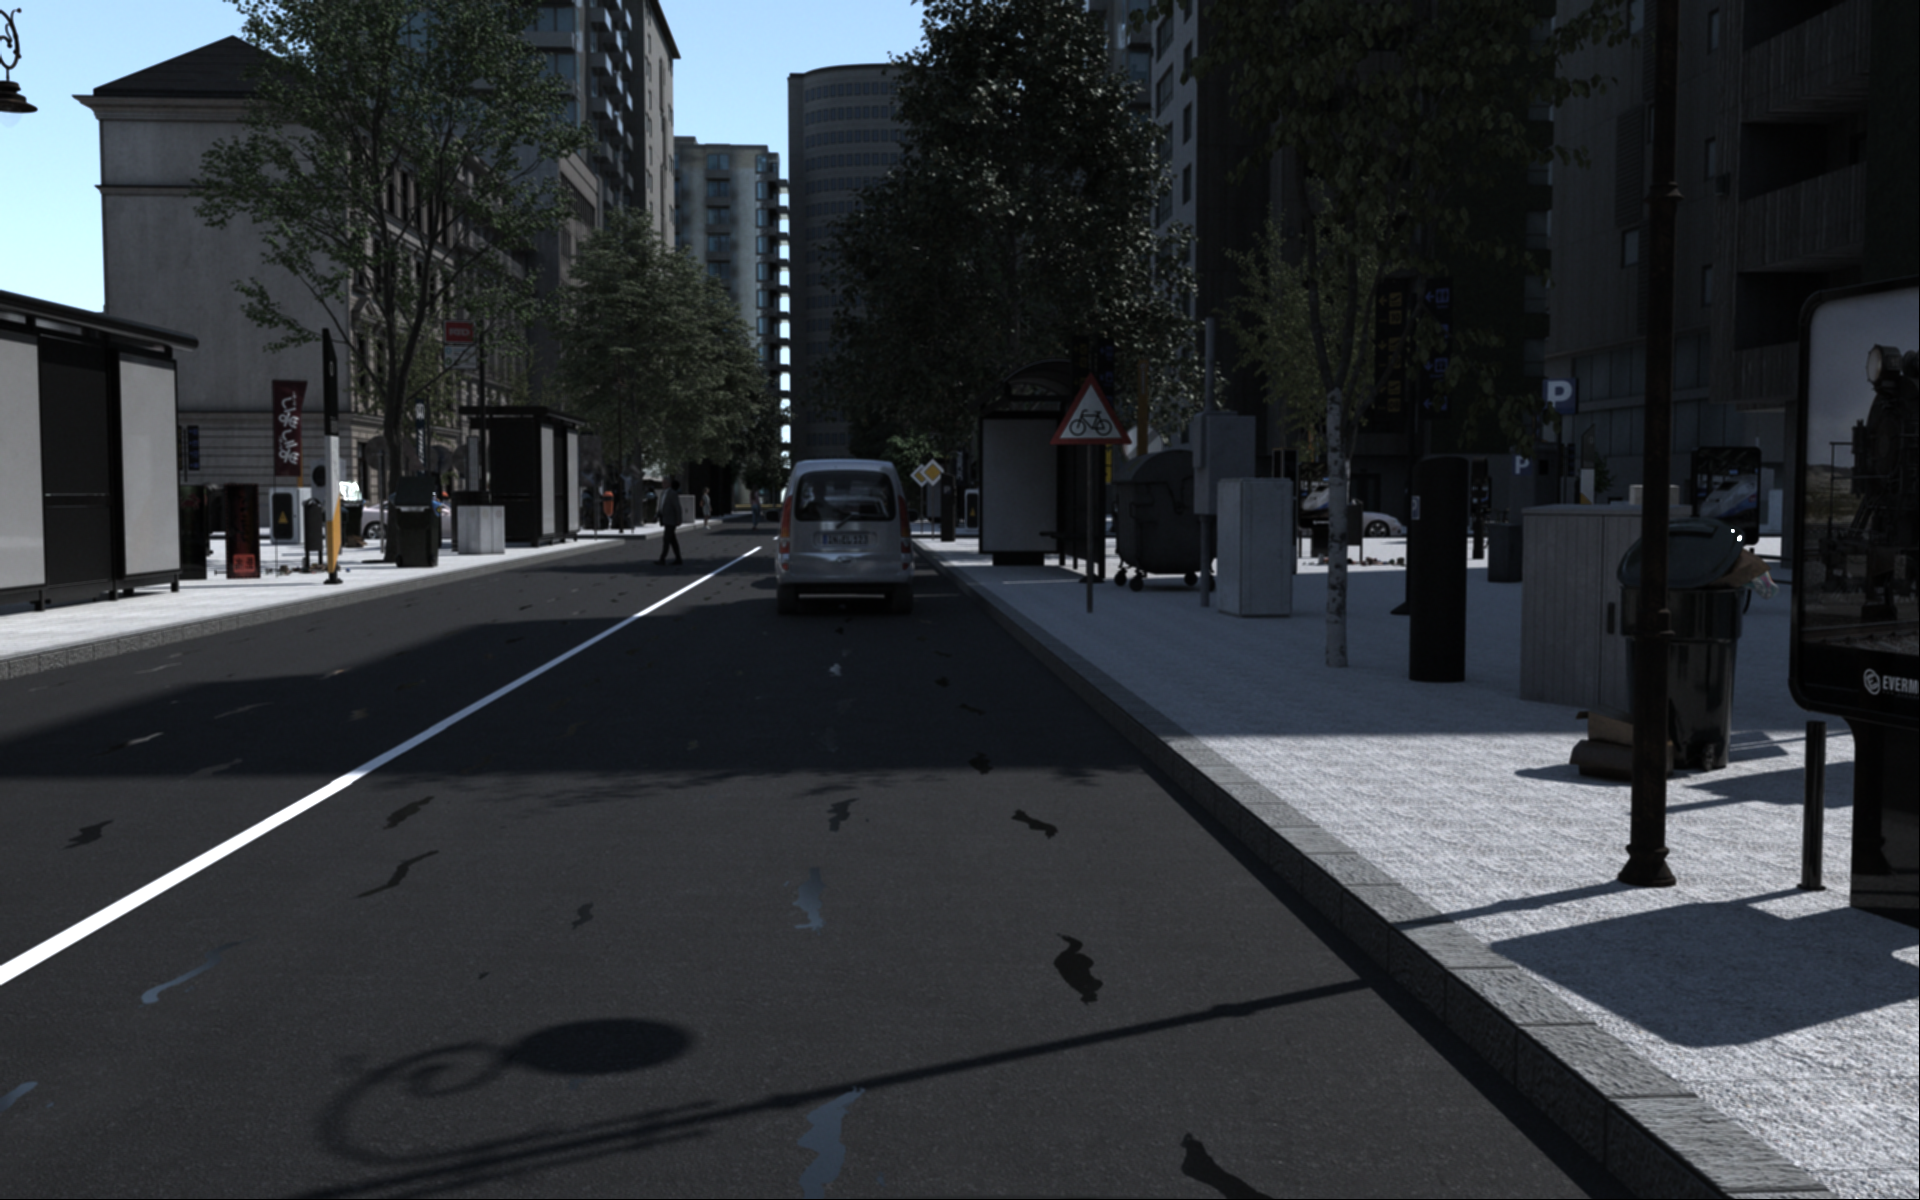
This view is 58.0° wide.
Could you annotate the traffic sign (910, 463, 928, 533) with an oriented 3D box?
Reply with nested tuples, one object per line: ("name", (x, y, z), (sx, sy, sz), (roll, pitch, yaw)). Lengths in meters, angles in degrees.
("traffic sign", (-1.248, -3.230, 56.448), (0.795, 2.450, 0.064), (0, 4, -3))

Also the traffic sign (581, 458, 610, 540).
("traffic sign", (-10.090, -2.709, 47.932), (0.795, 2.450, 0.064), (0, 4, -3))

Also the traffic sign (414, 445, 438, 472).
("traffic sign", (-13.816, -2.722, 44.607), (0.768, 2.556, 0.104), (0, 4, 5))

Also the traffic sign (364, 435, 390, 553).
("traffic sign", (-12.562, -2.293, 37.602), (0.768, 2.556, 0.104), (0, 4, 4))

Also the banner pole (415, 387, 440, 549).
("banner pole", (-12.413, -3.066, 40.152), (0.401, 3.779, 0.863), (1, 4, 9))

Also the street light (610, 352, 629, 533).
("street light", (-11.098, -5.125, 56.575), (0.468, 5.910, 1.993), (0, 4, -3))

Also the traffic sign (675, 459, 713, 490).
("traffic sign", (-15.608, -6.599, 101.769), (2.265, 3.308, 0.079), (0, 4, -3))

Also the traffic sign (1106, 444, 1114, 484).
("traffic sign", (2.783, -3.080, 44.238), (2.265, 3.308, 0.079), (0, 4, -2))

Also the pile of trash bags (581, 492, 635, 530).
("pile of trash bags", (-13.031, -3.323, 64.076), (1.912, 1.369, 3.447), (-1, 4, -12))

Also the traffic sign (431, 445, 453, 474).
("traffic sign", (-13.552, -2.744, 44.963), (0.768, 2.556, 0.104), (0, 4, -1))

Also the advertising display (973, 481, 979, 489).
("advertising display", (0.913, -4.983, 86.684), (0.123, 1.923, 0.974), (-1, 4, -22))

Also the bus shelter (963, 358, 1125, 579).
("bus shelter", (1.280, -2.117, 28.539), (2.014, 3.302, 5.546), (0, 4, -4))

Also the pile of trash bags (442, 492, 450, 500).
("pile of trash bags", (-19.221, -3.552, 67.830), (3.447, 1.369, 1.912), (2, 4, 24))

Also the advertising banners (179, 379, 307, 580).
("advertising banners", (-10.905, -1.835, 26.196), (2.074, 3.025, 0.090), (-2, 4, -35))

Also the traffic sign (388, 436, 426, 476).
("traffic sign", (-12.490, -2.389, 39.065), (0.884, 2.594, 0.081), (0, 4, 1))

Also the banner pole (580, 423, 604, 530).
("banner pole", (-13.003, -4.350, 61.140), (0.863, 3.779, 0.401), (1, 4, 9))

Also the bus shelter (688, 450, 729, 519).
("bus shelter", (-13.689, -6.226, 93.079), (1.731, 3.624, 6.357), (0, 4, -4))

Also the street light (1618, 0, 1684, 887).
("street light", (2.274, -2.004, 5.555), (0.468, 5.910, 1.993), (0, 4, -3))

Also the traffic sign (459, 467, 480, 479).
("traffic sign", (-13.669, -2.823, 48.293), (0.606, 2.300, 0.079), (0, 4, 6))

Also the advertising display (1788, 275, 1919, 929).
("advertising display", (2.855, 0.003, 5.165), (0.123, 1.923, 0.974), (-1, 4, -12))

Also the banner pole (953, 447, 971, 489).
("banner pole", (0.135, -4.332, 60.840), (0.863, 3.779, 0.401), (-1, 4, -19))

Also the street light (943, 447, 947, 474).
("street light", (-0.403, -4.587, 47.791), (0.468, 5.910, 1.993), (0, 4, -3))

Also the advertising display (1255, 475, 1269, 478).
("advertising display", (10.161, -3.335, 59.738), (0.974, 1.923, 0.123), (2, 4, 26))

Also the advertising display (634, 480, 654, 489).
("advertising display", (-14.025, -4.375, 76.749), (0.974, 1.923, 0.123), (-2, 4, -31))

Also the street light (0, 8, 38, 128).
("street light", (-8.639, -2.595, 15.215), (0.468, 5.910, 1.993), (0, 4, -3))

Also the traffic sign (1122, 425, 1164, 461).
("traffic sign", (3.343, -1.935, 31.744), (0.768, 2.556, 0.104), (0, 4, 4))

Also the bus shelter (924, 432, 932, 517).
("bus shelter", (-1.952, -7.193, 95.235), (2.179, 5.291, 8.768), (0, 4, -3))

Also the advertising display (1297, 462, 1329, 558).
("advertising display", (7.301, -1.826, 35.067), (0.974, 1.923, 0.123), (-1, 4, -11))

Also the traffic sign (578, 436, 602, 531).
("traffic sign", (-13.612, -4.072, 60.458), (2.265, 3.308, 0.079), (0, 4, 5))

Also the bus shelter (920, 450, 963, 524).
("bus shelter", (-0.597, -4.892, 73.912), (2.014, 3.302, 5.546), (0, 4, -3))

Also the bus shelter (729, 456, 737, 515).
("bus shelter", (-14.639, -6.972, 105.274), (1.731, 3.624, 6.357), (0, 4, -3))

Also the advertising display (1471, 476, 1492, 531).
("advertising display", (18.256, -3.392, 60.673), (0.123, 1.923, 0.974), (-1, 4, -20))

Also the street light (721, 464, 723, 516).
("street light", (-13.618, -7.718, 98.970), (0.468, 5.910, 1.993), (0, 4, -3))

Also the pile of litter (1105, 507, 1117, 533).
("pile of litter", (5.378, -2.630, 56.965), (1.176, 0.858, 1.719), (-1, 4, -9))

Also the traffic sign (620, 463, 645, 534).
("traffic sign", (-10.576, -3.196, 55.902), (0.795, 2.450, 0.064), (0, 4, -3))

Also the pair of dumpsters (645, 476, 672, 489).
("pair of dumpsters", (-16.255, -5.535, 92.995), (1.574, 2.255, 4.437), (0, 4, -3))

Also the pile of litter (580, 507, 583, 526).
("pile of litter", (-15.454, -3.427, 69.989), (1.176, 0.858, 1.719), (2, 4, 25))

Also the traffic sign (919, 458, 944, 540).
("traffic sign", (-0.762, -2.742, 48.478), (0.795, 2.450, 0.064), (0, 4, -3))

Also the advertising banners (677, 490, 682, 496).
("advertising banners", (-17.059, -6.656, 105.008), (0.090, 3.025, 2.074), (-2, 4, -28))

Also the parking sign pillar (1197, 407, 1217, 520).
("parking sign pillar", (7.124, -3.669, 48.460), (1.447, 3.967, 1.447), (-3, 5, -43))

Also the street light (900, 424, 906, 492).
("street light", (-2.898, -7.113, 89.084), (0.468, 5.910, 1.993), (0, 4, -3))

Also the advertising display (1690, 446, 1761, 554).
("advertising display", (10.413, -1.124, 23.588), (0.974, 1.923, 0.123), (-1, 4, -9))

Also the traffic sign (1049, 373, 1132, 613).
("traffic sign", (1.404, -1.142, 18.676), (0.884, 2.594, 0.081), (0, 4, 1))

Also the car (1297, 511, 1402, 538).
("car", (11.075, -2.483, 52.959), (4.827, 1.381, 2.083), (0, 4, -3))

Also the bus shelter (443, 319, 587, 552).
("bus shelter", (-10.942, -3.974, 42.600), (2.179, 5.291, 8.768), (0, 4, -3))

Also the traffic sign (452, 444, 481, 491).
("traffic sign", (-12.608, -2.701, 44.274), (0.768, 2.556, 0.104), (0, 4, 6))

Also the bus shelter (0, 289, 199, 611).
("bus shelter", (-10.792, -2.486, 18.280), (2.179, 5.291, 8.768), (0, 4, -3))

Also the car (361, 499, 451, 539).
("car", (-15.493, -2.349, 50.762), (4.827, 1.381, 2.083), (0, 4, -3))
